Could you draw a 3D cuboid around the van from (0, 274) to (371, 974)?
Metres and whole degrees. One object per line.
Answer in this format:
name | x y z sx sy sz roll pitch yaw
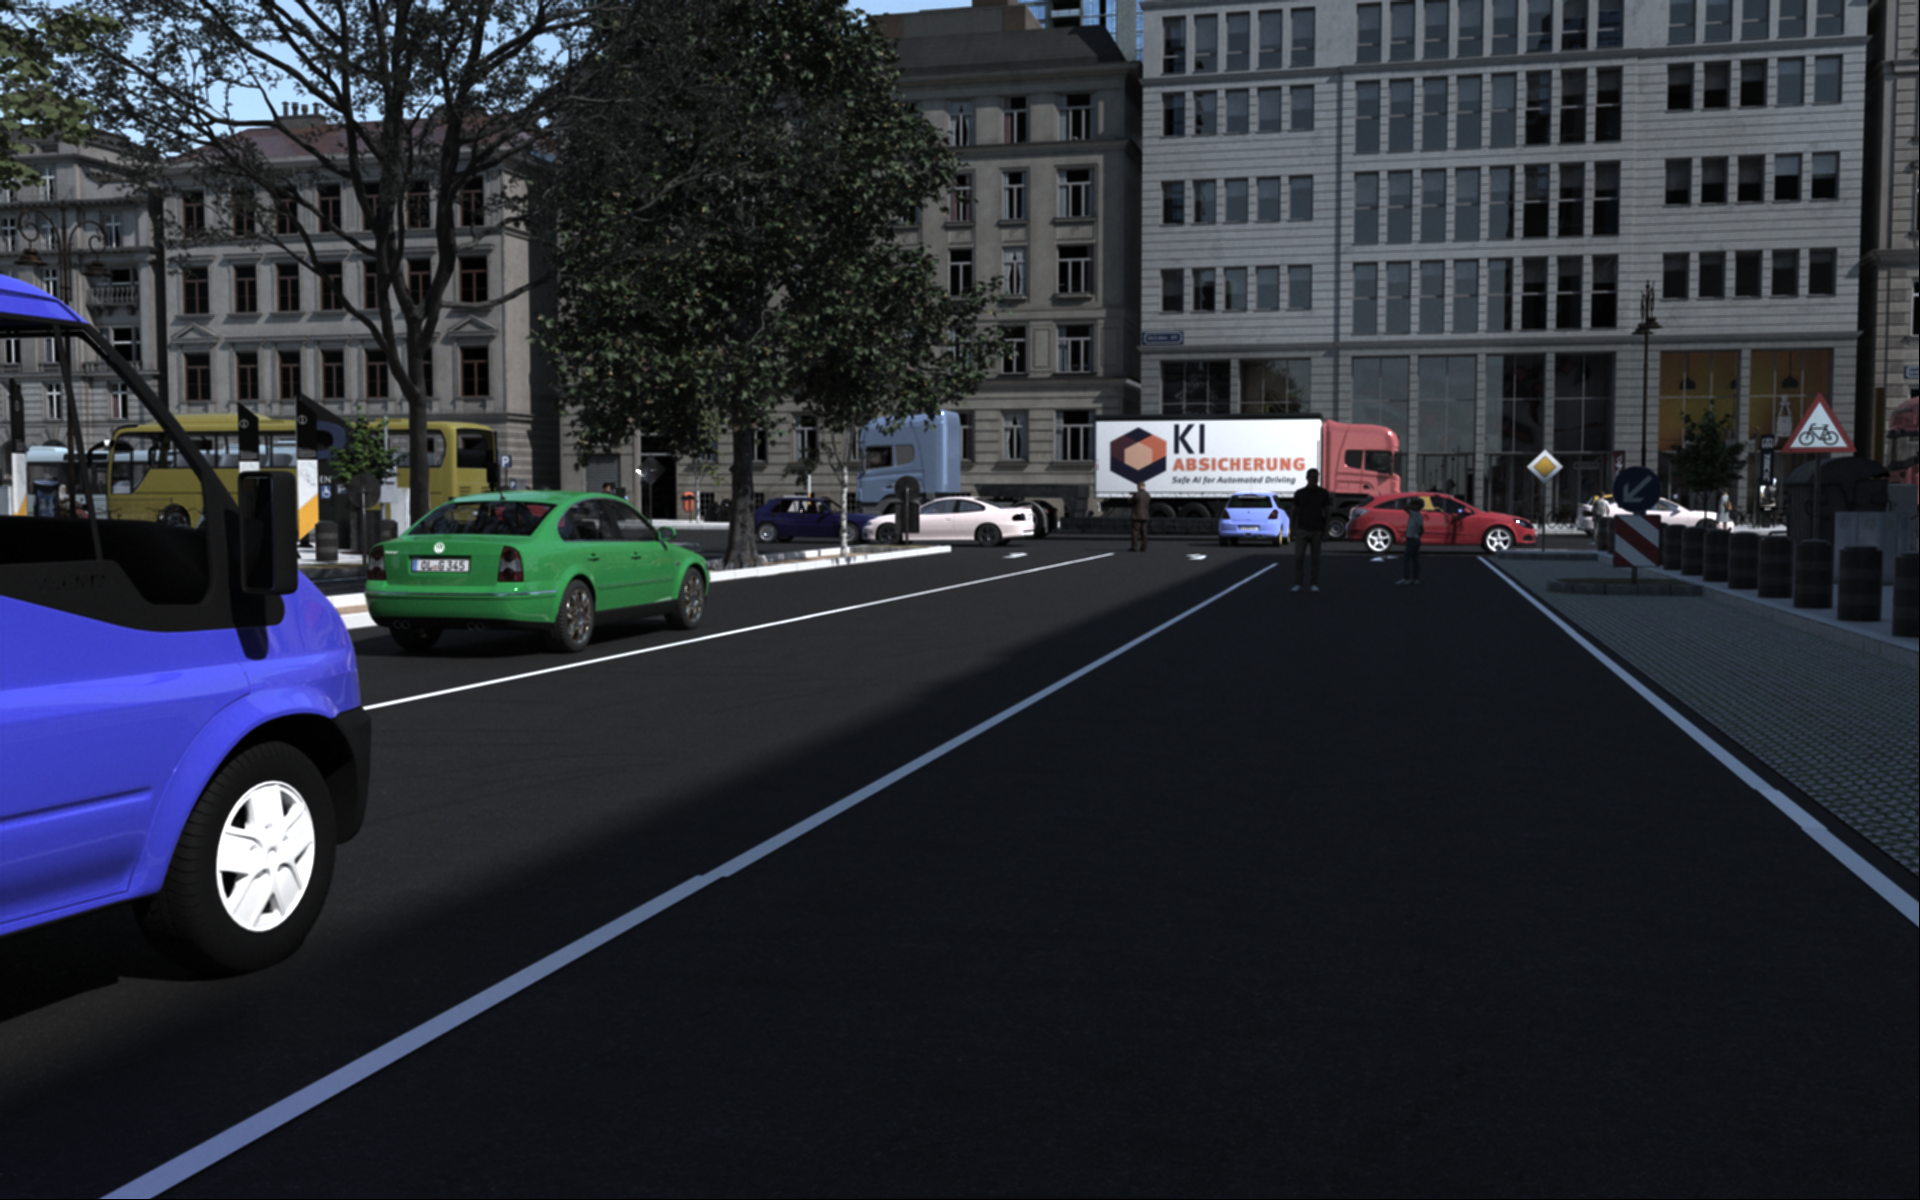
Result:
van | -3.432 0.040 3.732 2.240 2.365 5.245 1 4 15

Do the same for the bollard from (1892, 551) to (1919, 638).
bollard | 8.644 -0.055 15.623 0.404 0.777 0.398 0 3 0

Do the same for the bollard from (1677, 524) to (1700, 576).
bollard | 11.649 -0.778 27.431 0.404 0.777 0.398 0 3 0

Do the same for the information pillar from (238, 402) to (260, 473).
information pillar | -18.016 -3.213 43.887 0.504 3.616 0.183 -1 4 -12

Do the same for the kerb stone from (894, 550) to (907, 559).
kerb stone | -1.428 -0.999 38.549 0.120 0.150 1.000 1 4 14

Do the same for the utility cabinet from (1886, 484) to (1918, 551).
utility cabinet | 19.584 -1.708 36.601 1.173 1.500 0.318 0 4 -4

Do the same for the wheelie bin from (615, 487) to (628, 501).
wheelie bin | -16.354 -4.590 82.949 0.980 1.594 0.693 0 4 -2

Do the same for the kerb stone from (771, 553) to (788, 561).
kerb stone | -3.965 -0.910 37.089 0.120 0.150 1.000 1 4 14

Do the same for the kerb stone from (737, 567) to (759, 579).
kerb stone | -3.708 -0.452 29.582 0.120 0.150 1.000 1 4 14

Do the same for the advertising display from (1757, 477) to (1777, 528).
advertising display | 30.646 -3.705 65.785 0.974 1.923 0.123 -2 4 -28

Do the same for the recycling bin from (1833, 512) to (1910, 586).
recycling bin | 12.982 -0.741 24.669 0.722 1.027 0.722 -2 4 -32

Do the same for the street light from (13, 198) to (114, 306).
street light | -14.079 -3.338 27.368 0.468 5.910 1.993 1 4 14

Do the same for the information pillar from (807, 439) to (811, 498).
information pillar | -6.463 -5.056 74.025 0.183 3.616 0.504 -1 4 -13

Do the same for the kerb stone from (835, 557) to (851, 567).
kerb stone | -2.445 -0.757 34.565 0.120 0.150 1.000 1 4 14

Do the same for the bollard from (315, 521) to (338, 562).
bollard | -12.090 -1.122 33.057 0.404 0.777 0.398 0 3 0

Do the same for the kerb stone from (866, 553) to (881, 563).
kerb stone | -1.929 -0.879 36.560 0.120 0.150 1.000 1 4 14

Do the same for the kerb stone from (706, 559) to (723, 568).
kerb stone | -4.728 -0.728 34.102 0.120 0.150 1.000 1 4 14

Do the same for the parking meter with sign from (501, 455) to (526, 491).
parking meter with sign | -20.163 -5.064 79.062 0.543 3.016 1.738 2 4 25

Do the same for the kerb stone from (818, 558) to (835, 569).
kerb stone | -2.692 -0.696 33.569 0.120 0.150 1.000 1 4 14

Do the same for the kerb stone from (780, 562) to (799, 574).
kerb stone | -3.207 -0.573 31.571 0.120 0.150 1.000 1 4 14

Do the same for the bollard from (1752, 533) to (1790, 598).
bollard | 10.149 -0.417 21.532 0.404 0.777 0.398 0 3 0

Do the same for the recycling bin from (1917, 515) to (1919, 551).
recycling bin | 11.890 -0.498 20.704 0.722 1.027 0.722 1 4 23

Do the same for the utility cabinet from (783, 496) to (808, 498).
utility cabinet | -6.849 -3.731 72.161 1.020 1.237 0.306 -1 4 -9

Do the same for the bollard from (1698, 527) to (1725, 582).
bollard | 11.151 -0.657 25.467 0.404 0.777 0.398 0 3 0

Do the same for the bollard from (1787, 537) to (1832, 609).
bollard | 9.646 -0.297 19.566 0.404 0.777 0.398 0 3 0

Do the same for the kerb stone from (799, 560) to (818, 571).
kerb stone | -2.946 -0.635 32.570 0.120 0.150 1.000 1 4 14

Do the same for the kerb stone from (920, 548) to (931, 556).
kerb stone | -0.916 -1.120 40.538 0.120 0.150 1.000 1 4 14

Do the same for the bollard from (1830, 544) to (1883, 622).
bollard | 9.141 -0.176 17.588 0.404 0.777 0.398 0 3 0

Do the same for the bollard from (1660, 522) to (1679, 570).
bollard | 12.156 -0.898 29.396 0.404 0.777 0.398 0 3 0

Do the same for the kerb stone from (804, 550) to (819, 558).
kerb stone | -3.454 -1.031 39.075 0.120 0.150 1.000 1 4 14

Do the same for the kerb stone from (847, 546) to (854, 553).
kerb stone | -2.686 -1.215 42.062 0.120 0.150 1.000 1 4 14

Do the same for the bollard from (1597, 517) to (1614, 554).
bollard | 14.664 -1.500 39.242 0.404 0.777 0.398 0 3 0

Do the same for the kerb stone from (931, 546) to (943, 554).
kerb stone | -0.662 -1.182 41.531 0.120 0.150 1.000 1 4 14

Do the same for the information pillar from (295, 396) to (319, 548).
information pillar | -15.695 -3.073 41.601 0.504 3.616 0.183 -3 4 -37

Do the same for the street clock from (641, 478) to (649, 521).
street clock | -13.642 -4.321 75.217 0.358 2.002 0.471 -3 5 -41

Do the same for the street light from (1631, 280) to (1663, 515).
street light | 14.851 -3.962 37.568 0.468 5.910 1.993 1 4 14

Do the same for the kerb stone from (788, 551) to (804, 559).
kerb stone | -3.706 -0.970 38.081 0.120 0.150 1.000 1 4 14

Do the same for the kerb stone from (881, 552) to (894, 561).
kerb stone | -1.681 -0.936 37.555 0.120 0.150 1.000 1 4 14

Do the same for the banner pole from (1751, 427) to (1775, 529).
banner pole | 29.826 -4.550 64.408 0.863 3.779 0.401 2 4 31

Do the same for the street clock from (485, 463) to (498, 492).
street clock | -10.730 -2.153 39.769 0.358 2.002 0.471 -1 4 -13

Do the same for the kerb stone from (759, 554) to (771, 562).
kerb stone | -4.215 -0.850 36.088 0.120 0.150 1.000 1 4 14

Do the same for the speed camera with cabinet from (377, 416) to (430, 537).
speed camera with cabinet | -14.529 -3.080 44.686 0.660 3.252 2.038 1 4 18

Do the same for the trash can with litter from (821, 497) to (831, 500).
trash can with litter | -5.570 -3.646 70.994 0.624 1.170 1.055 0 4 0

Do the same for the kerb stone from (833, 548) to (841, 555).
kerb stone | -2.946 -1.154 41.070 0.120 0.150 1.000 1 4 14

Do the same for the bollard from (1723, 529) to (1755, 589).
bollard | 10.648 -0.537 23.499 0.404 0.777 0.398 0 3 0

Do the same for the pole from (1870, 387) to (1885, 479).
pole | 17.563 -2.407 33.198 0.158 3.312 0.155 0 3 0

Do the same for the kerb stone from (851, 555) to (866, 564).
kerb stone | -2.188 -0.817 35.557 0.120 0.150 1.000 1 4 14

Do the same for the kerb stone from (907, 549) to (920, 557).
kerb stone | -1.172 -1.060 39.545 0.120 0.150 1.000 1 4 14

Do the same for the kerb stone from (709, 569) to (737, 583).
kerb stone | -3.964 -0.390 28.580 0.120 0.150 1.000 1 4 14

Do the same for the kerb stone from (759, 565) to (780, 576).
kerb stone | -3.448 -0.512 30.574 0.120 0.150 1.000 1 4 14

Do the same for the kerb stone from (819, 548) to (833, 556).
kerb stone | -3.204 -1.093 40.077 0.120 0.150 1.000 1 4 14

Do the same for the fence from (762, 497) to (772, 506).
fence | -8.344 -4.051 77.441 2.264 1.192 0.480 0 3 0

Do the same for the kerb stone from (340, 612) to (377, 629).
kerb stone | -6.501 0.227 18.595 0.120 0.150 1.000 1 4 14

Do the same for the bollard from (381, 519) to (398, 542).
bollard | -11.582 -1.243 35.041 0.404 0.777 0.398 0 3 0

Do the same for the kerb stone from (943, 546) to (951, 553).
kerb stone | -0.405 -1.244 42.536 0.120 0.150 1.000 1 4 14

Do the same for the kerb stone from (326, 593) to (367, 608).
kerb stone | -7.774 0.004 22.137 0.120 0.150 1.000 1 4 14
